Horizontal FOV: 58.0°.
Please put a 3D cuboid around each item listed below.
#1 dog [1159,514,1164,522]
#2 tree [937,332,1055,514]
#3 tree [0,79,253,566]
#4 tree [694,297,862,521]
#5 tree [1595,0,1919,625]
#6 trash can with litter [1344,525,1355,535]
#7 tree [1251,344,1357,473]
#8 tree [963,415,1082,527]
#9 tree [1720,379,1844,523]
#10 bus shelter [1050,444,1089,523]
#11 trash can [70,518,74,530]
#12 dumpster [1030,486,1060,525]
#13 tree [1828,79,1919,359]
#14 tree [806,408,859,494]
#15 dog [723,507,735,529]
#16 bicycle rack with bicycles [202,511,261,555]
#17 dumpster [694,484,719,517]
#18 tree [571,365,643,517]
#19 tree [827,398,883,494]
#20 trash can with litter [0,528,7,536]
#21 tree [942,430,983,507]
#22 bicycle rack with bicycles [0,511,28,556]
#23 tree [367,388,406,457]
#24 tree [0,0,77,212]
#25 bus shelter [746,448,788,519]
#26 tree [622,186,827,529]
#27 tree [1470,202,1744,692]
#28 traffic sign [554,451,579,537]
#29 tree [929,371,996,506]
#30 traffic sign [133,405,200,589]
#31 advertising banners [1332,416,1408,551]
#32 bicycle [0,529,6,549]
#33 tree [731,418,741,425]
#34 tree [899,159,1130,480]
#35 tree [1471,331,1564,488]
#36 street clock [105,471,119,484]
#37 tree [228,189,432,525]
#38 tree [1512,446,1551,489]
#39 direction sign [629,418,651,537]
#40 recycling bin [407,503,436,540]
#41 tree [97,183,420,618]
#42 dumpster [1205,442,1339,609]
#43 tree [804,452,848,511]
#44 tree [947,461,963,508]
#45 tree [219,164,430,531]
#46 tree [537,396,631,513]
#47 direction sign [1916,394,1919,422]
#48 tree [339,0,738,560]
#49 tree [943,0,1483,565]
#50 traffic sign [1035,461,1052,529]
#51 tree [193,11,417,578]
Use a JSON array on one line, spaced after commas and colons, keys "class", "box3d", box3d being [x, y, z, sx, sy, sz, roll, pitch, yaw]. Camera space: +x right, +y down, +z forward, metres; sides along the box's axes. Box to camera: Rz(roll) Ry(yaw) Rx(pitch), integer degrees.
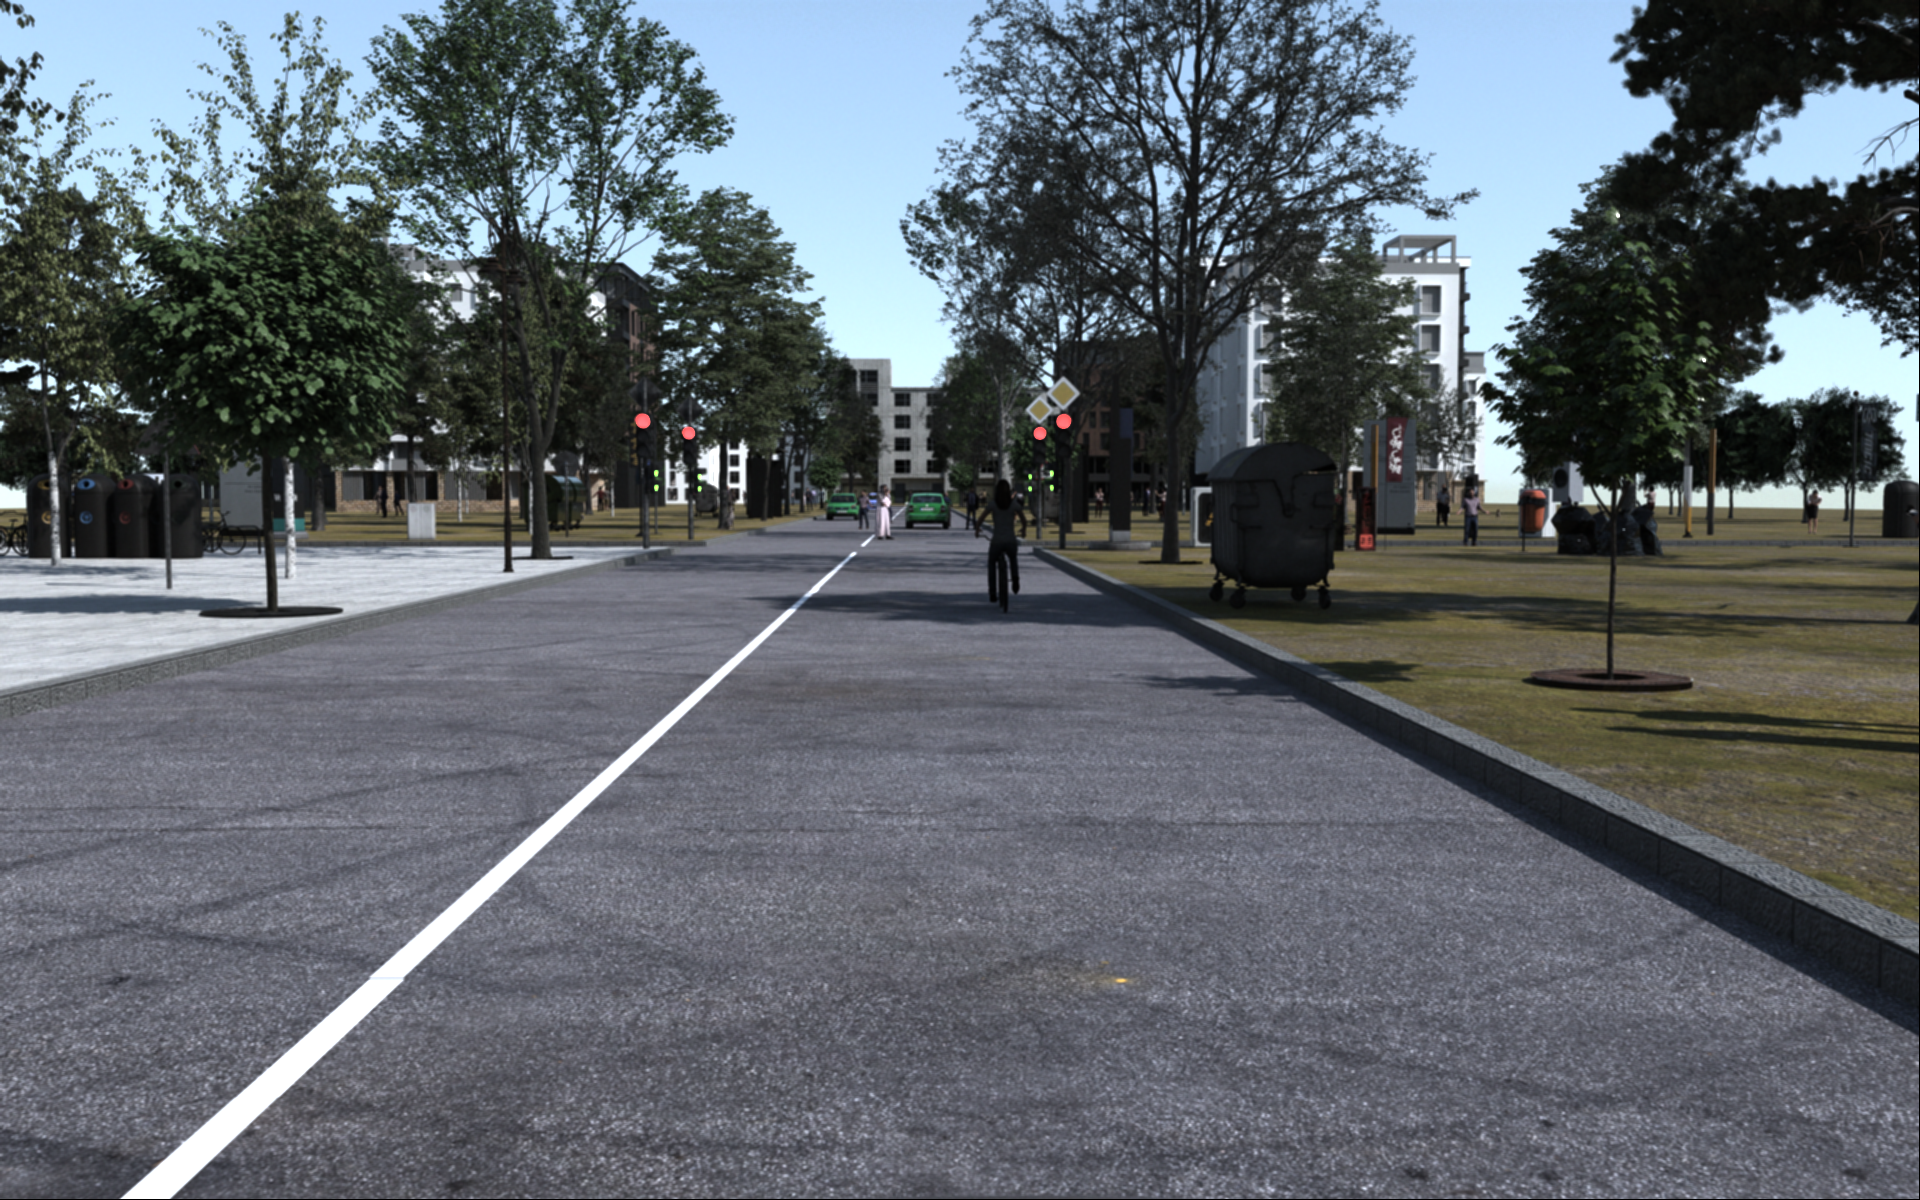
[{"class": "dog", "box3d": [9.376, -3.783, 79.581, 0.748, 0.427, 0.550, -3, 4, -36]}, {"class": "tree", "box3d": [2.316, -11.304, 110.578, 9.928, 11.665, 9.643, 0, 3, 0]}, {"class": "tree", "box3d": [-15.882, -4.911, 30.660, 4.737, 8.622, 4.395, 0, 3, 0]}, {"class": "tree", "box3d": [-9.165, -9.045, 82.297, 8.767, 10.594, 7.601, -3, 5, -44]}, {"class": "tree", "box3d": [9.698, -5.784, 16.624, 6.751, 12.117, 7.091, 0, 3, 0]}, {"class": "trash can with litter", "box3d": [11.904, -2.636, 54.490, 1.055, 1.170, 0.624, -3, 4, -38]}, {"class": "tree", "box3d": [17.223, -8.262, 85.453, 4.737, 8.622, 4.395, 0, 3, 0]}, {"class": "tree", "box3d": [3.183, -5.175, 68.330, 4.285, 4.588, 4.351, 0, 3, 0]}, {"class": "tree", "box3d": [39.255, -7.399, 83.875, 11.467, 7.101, 20.602, -1, 4, -9]}, {"class": "bus shelter", "box3d": [4.850, -5.396, 79.504, 1.731, 3.624, 6.357, 0, 4, -1]}, {"class": "trash can", "box3d": [-26.631, -2.458, 51.846, 0.748, 1.137, 0.748, 0, 3, 0]}, {"class": "dumpster", "box3d": [3.567, -4.032, 71.685, 1.264, 1.857, 1.865, 0, 4, -1]}, {"class": "tree", "box3d": [18.946, -5.826, 29.666, 7.601, 10.594, 8.767, 0, 4, 5]}, {"class": "tree", "box3d": [-10.342, -11.565, 139.456, 4.737, 8.622, 4.395, 0, 3, 0]}, {"class": "dog", "box3d": [-8.601, -3.015, 63.675, 0.800, 0.831, 0.513, -2, 4, -28]}, {"class": "bicycle rack with bicycles", "box3d": [-16.353, -1.421, 36.619, 2.852, 0.926, 2.925, 3, 4, 36]}, {"class": "dumpster", "box3d": [-14.192, -5.577, 96.936, 1.264, 1.857, 1.865, 0, 4, -1]}, {"class": "tree", "box3d": [-20.007, -9.044, 98.230, 4.360, 8.622, 3.978, 0, 3, 0]}, {"class": "tree", "box3d": [-11.729, -16.185, 186.675, 6.751, 12.117, 7.091, 0, 3, 0]}, {"class": "trash can with litter", "box3d": [-28.608, -2.422, 50.993, 1.055, 1.170, 0.624, -3, 4, -37]}, {"class": "tree", "box3d": [0.406, -13.376, 169.065, 4.360, 8.622, 3.978, 0, 3, 0]}, {"class": "bicycle rack with bicycles", "box3d": [-20.224, -1.416, 36.541, 2.925, 0.926, 2.852, 2, 4, 34]}, {"class": "tree", "box3d": [-32.657, -9.403, 88.155, 7.601, 10.594, 8.767, 1, 4, 18]}, {"class": "tree", "box3d": [-9.205, -3.864, 13.534, 4.360, 8.622, 3.978, 0, 3, 0]}, {"class": "bus shelter", "box3d": [-10.204, -6.162, 92.031, 1.731, 3.624, 6.357, 0, 4, -1]}, {"class": "tree", "box3d": [-8.402, -8.939, 64.282, 7.486, 12.596, 7.792, 0, 3, 0]}, {"class": "tree", "box3d": [4.274, -1.044, 11.676, 1.663, 3.219, 1.824, 0, 3, 0]}, {"class": "traffic sign", "box3d": [-11.663, -3.133, 51.337, 0.768, 2.556, 0.104, 0, 4, 1]}, {"class": "tree", "box3d": [0.438, -16.607, 178.941, 7.806, 13.903, 7.818, 0, 3, 0]}, {"class": "traffic sign", "box3d": [-10.691, -1.427, 23.343, 0.884, 2.594, 0.081, 0, 4, -1]}, {"class": "advertising banners", "box3d": [9.111, -2.616, 38.958, 2.074, 3.025, 0.090, -1, 4, -13]}, {"class": "bicycle", "box3d": [-21.896, -1.529, 38.227, 0.635, 0.972, 1.543, 3, 5, 41]}, {"class": "tree", "box3d": [-10.626, -12.643, 117.079, 12.009, 13.543, 11.850, 0, 3, 0]}, {"class": "tree", "box3d": [3.597, -14.536, 93.550, 12.611, 20.169, 13.585, 0, 3, 0]}, {"class": "tree", "box3d": [26.303, -7.842, 78.581, 4.360, 8.622, 3.978, 0, 3, 0]}, {"class": "street clock", "box3d": [-25.537, -2.914, 52.210, 0.358, 2.002, 0.471, 0, 4, 4]}, {"class": "tree", "box3d": [-26.592, -10.078, 71.438, 9.857, 13.997, 8.962, 0, 3, 0]}, {"class": "tree", "box3d": [41.142, -8.910, 108.580, 11.467, 7.101, 20.602, -2, 4, -29]}, {"class": "direction sign", "box3d": [-9.591, -3.671, 52.021, 0.379, 3.537, 0.876, 2, 4, 33]}, {"class": "recycling bin", "box3d": [-15.124, -2.208, 48.649, 0.722, 1.027, 0.722, -1, 4, -13]}, {"class": "tree", "box3d": [-7.419, -2.131, 18.552, 4.285, 4.588, 4.351, 0, 3, 0]}, {"class": "dumpster", "box3d": [3.599, -0.872, 20.020, 1.264, 1.857, 1.865, 0, 4, -1]}, {"class": "tree", "box3d": [-10.226, -9.080, 132.176, 4.285, 4.588, 4.351, 0, 3, 0]}, {"class": "tree", "box3d": [0.283, -10.918, 162.215, 4.285, 4.588, 4.351, 0, 3, 0]}, {"class": "tree", "box3d": [-22.501, -8.700, 60.375, 7.486, 12.596, 7.792, 0, 3, 0]}, {"class": "tree", "box3d": [-25.386, -11.147, 116.661, 8.767, 10.594, 7.601, 0, 4, 0]}, {"class": "direction sign", "box3d": [23.529, -3.139, 40.086, 2.525, 3.948, 1.411, 2, 4, 29]}, {"class": "tree", "box3d": [-8.179, -6.612, 33.860, 9.928, 11.665, 9.643, 0, 3, 0]}, {"class": "tree", "box3d": [3.975, -7.399, 31.350, 12.009, 13.543, 11.850, 0, 3, 0]}, {"class": "traffic sign", "box3d": [3.141, -3.910, 63.924, 0.884, 2.594, 0.081, 0, 4, 6]}, {"class": "tree", "box3d": [-10.431, -4.633, 26.111, 4.737, 8.622, 4.395, 0, 3, 0]}]
